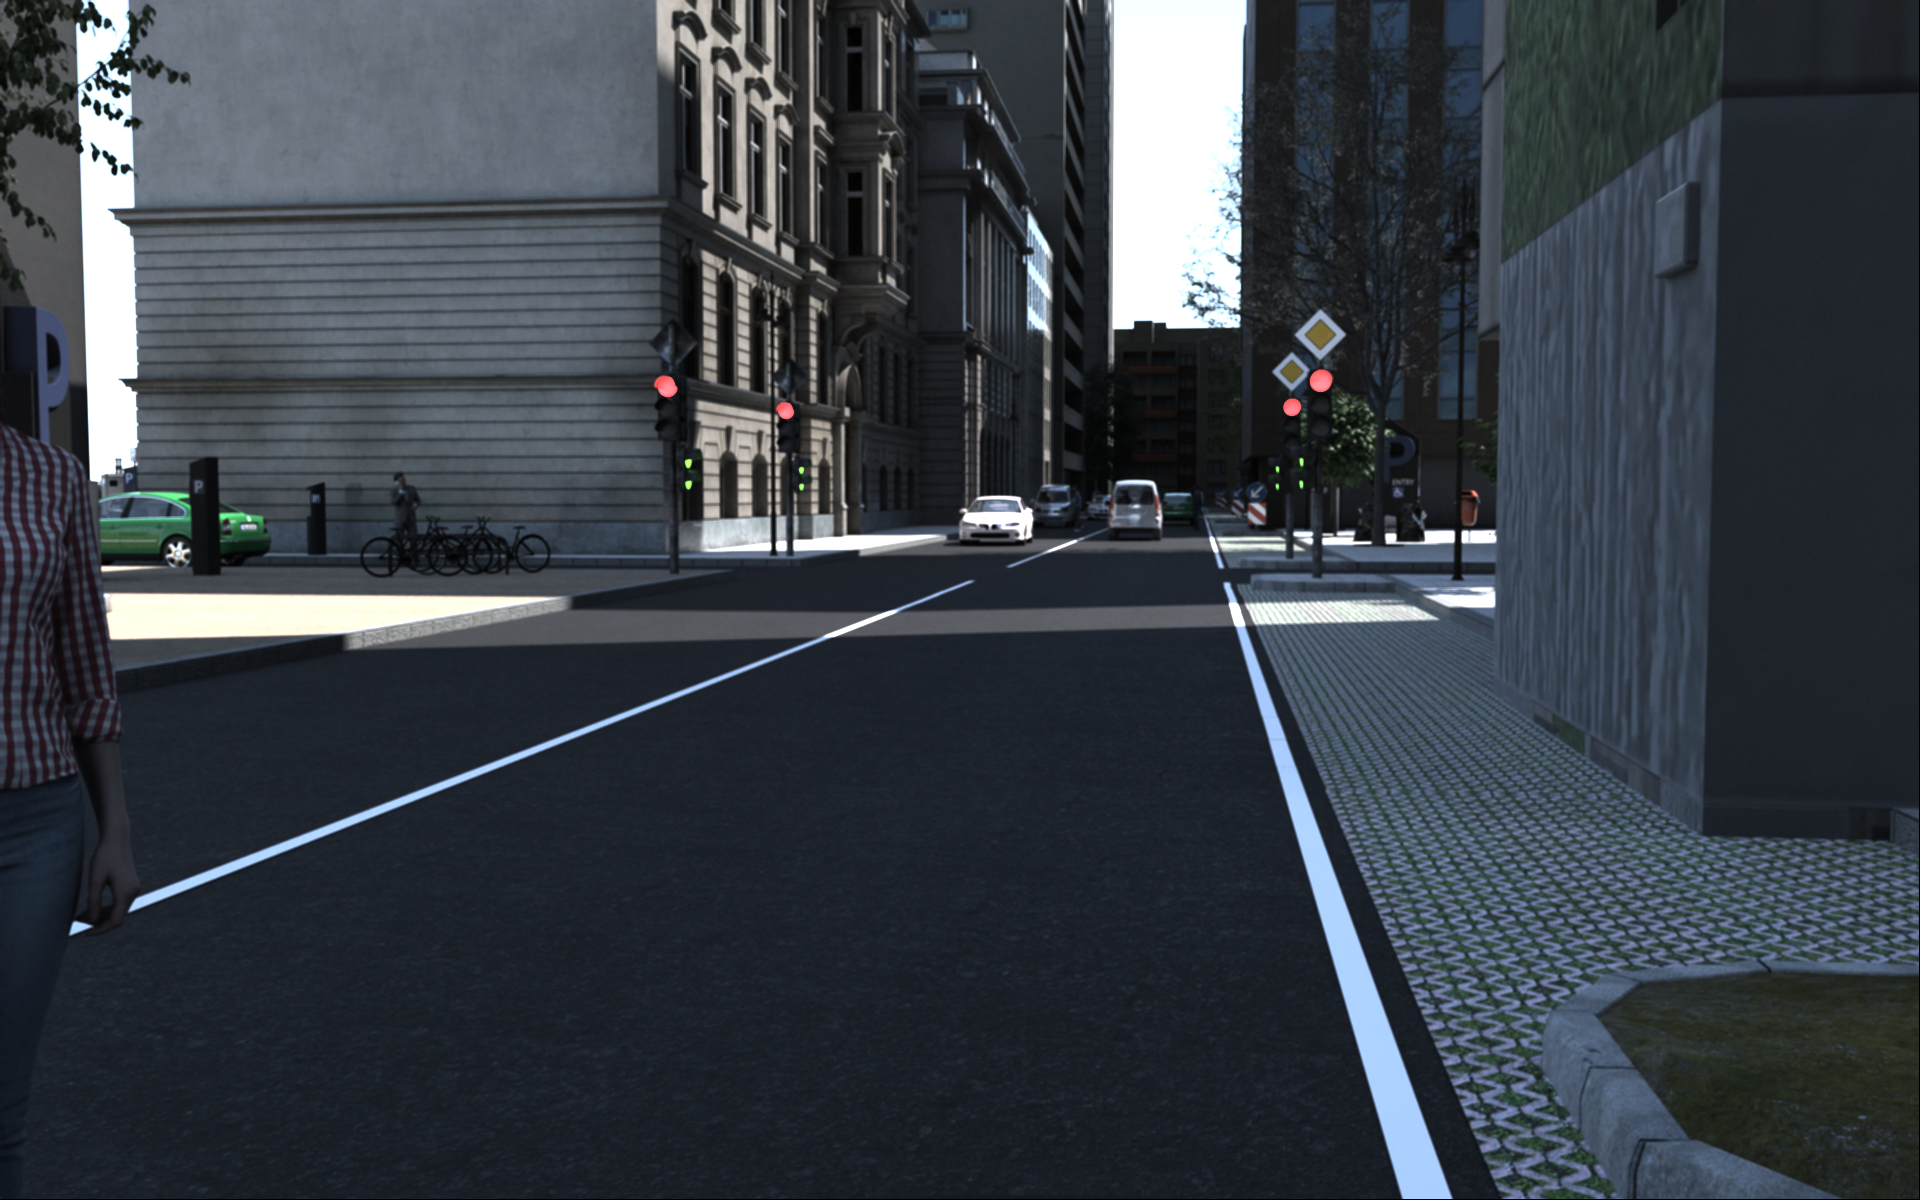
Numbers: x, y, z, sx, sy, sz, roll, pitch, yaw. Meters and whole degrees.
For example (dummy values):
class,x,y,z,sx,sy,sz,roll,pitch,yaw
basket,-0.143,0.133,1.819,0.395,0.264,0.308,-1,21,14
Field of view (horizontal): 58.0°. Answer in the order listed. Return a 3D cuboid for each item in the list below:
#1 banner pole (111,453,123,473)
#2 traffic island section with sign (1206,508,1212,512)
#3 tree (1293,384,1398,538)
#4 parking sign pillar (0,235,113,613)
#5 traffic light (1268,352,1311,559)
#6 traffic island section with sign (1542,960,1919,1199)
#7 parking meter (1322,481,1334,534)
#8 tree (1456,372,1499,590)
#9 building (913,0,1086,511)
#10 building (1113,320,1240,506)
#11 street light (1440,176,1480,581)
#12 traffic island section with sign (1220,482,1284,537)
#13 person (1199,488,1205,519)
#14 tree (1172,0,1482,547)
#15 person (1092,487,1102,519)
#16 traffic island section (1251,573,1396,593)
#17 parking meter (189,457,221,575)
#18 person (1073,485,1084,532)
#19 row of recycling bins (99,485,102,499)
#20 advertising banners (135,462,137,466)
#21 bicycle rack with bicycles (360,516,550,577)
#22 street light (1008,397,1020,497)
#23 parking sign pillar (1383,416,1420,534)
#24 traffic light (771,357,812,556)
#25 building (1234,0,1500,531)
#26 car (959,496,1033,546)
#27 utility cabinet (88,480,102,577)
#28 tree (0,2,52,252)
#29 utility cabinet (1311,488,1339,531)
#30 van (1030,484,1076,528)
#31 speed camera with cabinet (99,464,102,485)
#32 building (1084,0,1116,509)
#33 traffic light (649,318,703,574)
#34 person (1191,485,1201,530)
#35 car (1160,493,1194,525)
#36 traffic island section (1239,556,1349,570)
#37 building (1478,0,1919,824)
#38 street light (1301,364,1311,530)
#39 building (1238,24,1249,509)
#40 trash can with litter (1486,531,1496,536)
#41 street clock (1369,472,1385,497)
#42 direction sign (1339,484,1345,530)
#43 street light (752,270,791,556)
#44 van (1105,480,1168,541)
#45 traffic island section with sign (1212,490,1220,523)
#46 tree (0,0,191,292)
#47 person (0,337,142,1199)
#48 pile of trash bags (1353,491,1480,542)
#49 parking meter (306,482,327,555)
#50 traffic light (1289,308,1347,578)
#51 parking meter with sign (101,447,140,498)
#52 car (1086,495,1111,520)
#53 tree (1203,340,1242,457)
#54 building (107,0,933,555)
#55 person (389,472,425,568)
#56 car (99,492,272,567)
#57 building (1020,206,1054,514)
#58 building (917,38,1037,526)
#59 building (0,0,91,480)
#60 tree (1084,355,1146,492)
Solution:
class,x,y,z,sx,sy,sz,roll,pitch,yaw
banner pole,-51.129,-7.031,104.971,0.401,3.779,0.863,3,5,39
traffic island section with sign,20.431,-7.756,135.440,1.989,1.847,2.006,0,4,8
tree,11.306,-4.157,51.676,4.285,4.588,4.351,0,3,0
parking sign pillar,-9.886,-1.834,18.451,1.447,3.967,1.447,-1,4,-11
traffic light,6.529,-2.775,34.287,0.839,4.253,0.868,0,4,8
traffic island section with sign,2.371,0.302,3.688,1.989,1.847,2.006,0,4,8
parking meter,11.915,-3.082,56.098,0.255,1.863,0.399,-2,4,-33
tree,7.677,-1.742,23.090,1.663,3.219,1.824,0,3,0
building,-2.510,-30.468,121.857,21.300,48.544,21.600,0,4,8
building,22.764,-22.113,206.580,28.899,21.520,27.650,0,4,8
street light,7.398,-3.229,25.579,0.468,5.910,1.993,0,4,8
traffic island section with sign,9.932,-3.066,58.764,1.989,1.847,2.006,0,4,8
person,14.054,-5.643,101.023,0.793,1.790,0.793,3,5,44
tree,10.302,-8.073,42.368,12.009,13.543,11.850,0,3,0
person,7.995,-5.615,100.399,0.679,1.850,0.850,2,4,30
traffic island section,5.482,-0.257,26.484,2.009,0.180,2.903,0,4,8
parking meter,-11.946,-1.326,27.398,0.399,1.863,0.255,1,4,21
person,4.508,-3.499,66.047,0.444,1.785,0.601,0,4,6
row of recycling bins,-38.095,-4.108,74.279,1.069,1.692,3.534,2,4,32
advertising banners,-40.284,-5.379,84.129,0.090,3.025,2.074,0,4,-7
bicycle rack with bicycles,-8.124,-0.894,27.994,2.925,0.926,2.852,-1,4,-18
street light,2.565,-6.722,82.699,0.468,5.910,1.993,0,4,8
parking sign pillar,14.334,-4.165,56.565,1.447,3.967,1.447,1,4,20
traffic light,-3.491,-2.857,35.639,0.839,4.253,0.868,0,4,8
building,18.521,-25.601,68.692,14.600,45.320,14.200,0,4,8
car,1.082,-2.290,49.804,2.083,1.381,4.827,0,4,6
utility cabinet,-12.950,-1.045,25.766,0.318,1.500,1.173,-2,4,-27
tree,-13.307,-4.337,21.279,4.360,8.622,3.978,0,3,0
utility cabinet,12.592,-3.126,59.787,1.173,1.500,0.318,-3,5,-40
van,4.093,-4.152,74.902,2.013,2.044,4.112,0,4,8
speed camera with cabinet,-55.953,-7.288,113.496,0.660,3.252,2.038,-2,4,-34
building,5.007,-45.124,176.022,20.611,71.187,20.563,0,4,8
traffic light,-4.576,-2.374,27.728,0.839,4.253,0.868,0,4,8
person,9.518,-3.735,69.754,0.419,1.800,0.721,0,4,1
car,10.112,-4.386,80.514,1.959,1.807,4.718,0,4,6
traffic island section,6.567,-0.741,34.395,2.009,0.180,2.903,0,4,8
building,10.967,-20.071,11.759,14.154,41.232,14.086,0,4,8
street light,12.362,-5.429,61.547,0.468,5.910,1.993,0,4,8
building,31.970,-28.766,153.912,14.154,41.232,14.086,0,4,8
trash can with litter,16.955,-2.618,53.860,1.678,1.210,2.233,3,5,45
street clock,12.944,-3.014,53.848,0.471,2.002,0.358,1,4,16
direction sign,13.451,-4.231,61.181,0.876,3.537,0.379,-1,4,-13
street light,-3.885,-3.862,35.940,0.468,5.910,1.993,0,4,8
van,5.567,-2.925,54.829,2.013,2.044,4.112,0,4,7
traffic island section with sign,13.577,-4.700,85.473,1.989,1.847,2.006,0,4,8
tree,-7.781,-3.784,12.228,4.737,8.622,4.395,0,3,0
person,-1.484,0.368,2.499,0.388,1.821,0.555,2,4,34
pile of trash bags,12.299,-2.267,46.811,3.447,1.369,1.912,2,4,31
parking meter,-13.540,-1.714,36.433,0.372,1.533,0.369,0,3,0
traffic light,5.444,-2.291,26.375,0.839,4.253,0.868,0,4,8
parking meter with sign,-31.128,-4.119,63.599,0.543,3.016,1.738,3,5,39
car,8.027,-5.100,95.751,2.083,1.381,4.827,0,4,7
tree,19.975,-11.558,114.734,9.928,11.665,9.643,0,3,0
building,-8.979,-14.304,52.952,14.460,24.649,34.723,0,4,8
person,-10.372,-1.482,32.542,0.655,1.846,0.447,-3,4,-36
car,-15.457,-1.457,32.616,4.718,1.807,1.959,1,4,9
building,-0.350,-15.149,102.438,10.420,20.320,16.860,0,4,8
building,-4.109,-14.690,81.979,13.314,21.916,24.055,0,4,8
building,-39.245,-15.489,46.757,24.014,27.812,14.314,0,4,8
tree,12.626,-15.489,159.906,9.857,13.997,8.962,0,3,0
